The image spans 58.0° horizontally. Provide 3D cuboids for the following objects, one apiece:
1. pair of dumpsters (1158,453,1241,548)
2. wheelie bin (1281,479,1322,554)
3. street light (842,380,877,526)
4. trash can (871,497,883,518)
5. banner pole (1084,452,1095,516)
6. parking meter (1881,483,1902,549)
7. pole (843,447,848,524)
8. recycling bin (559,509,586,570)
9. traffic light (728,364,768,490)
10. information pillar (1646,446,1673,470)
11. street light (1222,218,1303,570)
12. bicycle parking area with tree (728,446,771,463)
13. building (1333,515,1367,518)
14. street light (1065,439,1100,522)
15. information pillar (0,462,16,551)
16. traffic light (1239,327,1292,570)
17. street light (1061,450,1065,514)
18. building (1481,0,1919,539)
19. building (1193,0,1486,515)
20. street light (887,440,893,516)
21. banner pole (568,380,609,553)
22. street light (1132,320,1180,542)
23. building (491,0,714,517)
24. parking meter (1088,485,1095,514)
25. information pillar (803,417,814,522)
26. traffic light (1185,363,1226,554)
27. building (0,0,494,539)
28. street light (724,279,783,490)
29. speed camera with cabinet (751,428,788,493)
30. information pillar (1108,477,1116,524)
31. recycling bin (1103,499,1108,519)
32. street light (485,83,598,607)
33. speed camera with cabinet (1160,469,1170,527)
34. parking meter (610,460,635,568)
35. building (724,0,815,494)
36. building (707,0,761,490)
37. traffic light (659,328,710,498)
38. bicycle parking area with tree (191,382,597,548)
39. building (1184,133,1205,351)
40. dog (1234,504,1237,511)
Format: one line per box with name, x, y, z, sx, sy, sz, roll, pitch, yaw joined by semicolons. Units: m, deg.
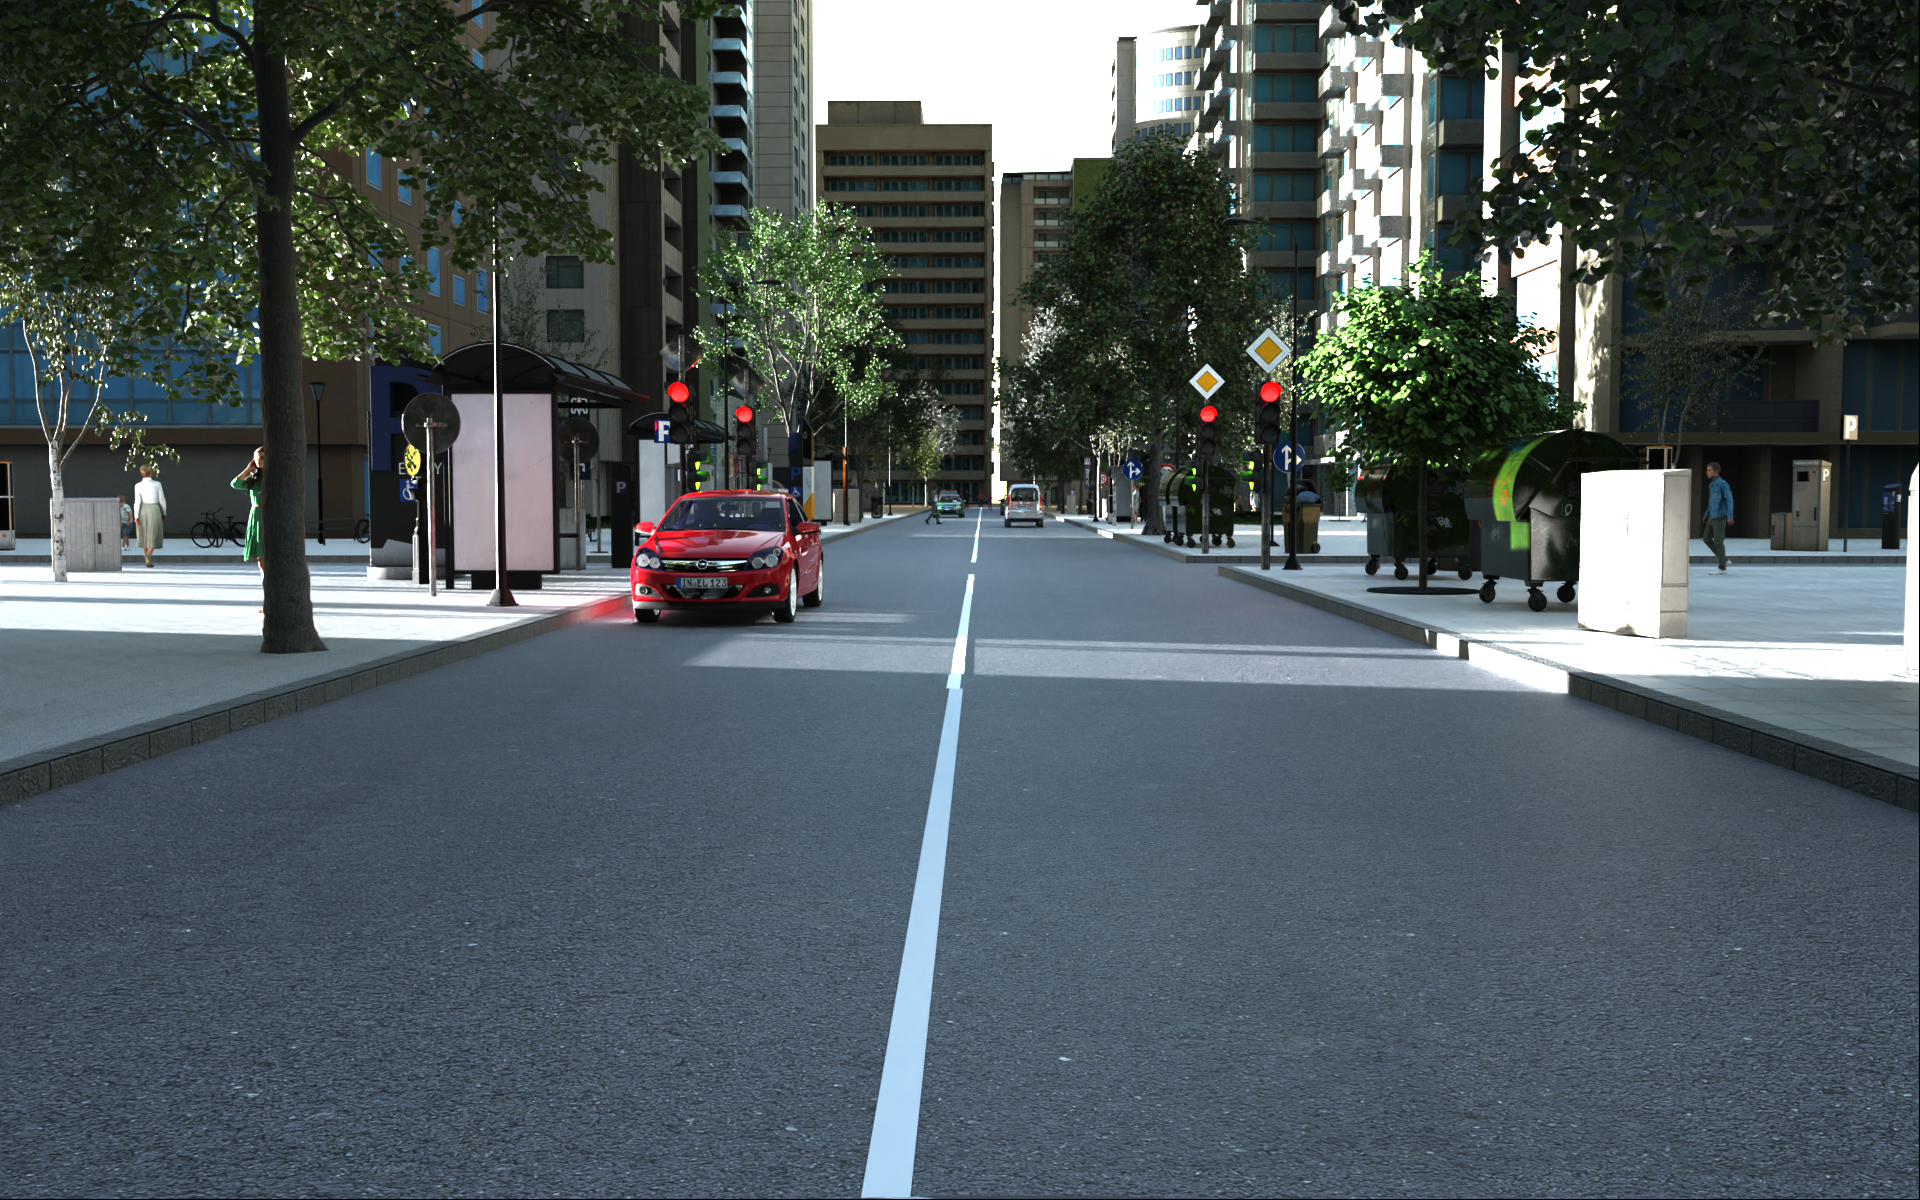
pair of dumpsters;5.918;-2.478;43.008;1.574;2.255;4.437;0;4;1
wheelie bin;7.374;-1.803;37.394;0.693;1.594;0.980;-2;4;-35
street light;-4.046;-5.959;69.974;1.470;5.913;1.316;0;4;1
trash can;-4.379;-4.876;91.373;0.748;1.137;0.748;0;3;0
banner pole;7.651;-6.859;102.169;0.863;3.779;0.401;-2;4;-25
parking meter;21.691;-1.952;40.326;0.372;1.533;0.369;0;3;0
pole;-4.973;-4.977;75.223;0.158;3.312;0.155;0;3;0
recycling bin;-6.853;-1.042;29.589;0.722;1.027;0.722;-2;4;-34
traffic light;-4.584;-2.965;37.391;0.839;4.253;0.868;0;4;1
information pillar;10.813;-1.366;26.830;0.304;2.012;0.304;3;4;38
street light;5.112;-3.470;29.278;1.470;5.913;1.316;0;4;1
bicycle parking area with tree;-12.745;-7.242;105.408;9.016;4.147;8.231;2;4;35
building;32.028;-28.987;93.544;23.786;49.044;30.456;0;4;1
street light;5.720;-6.554;79.695;1.470;5.913;1.316;0;4;1
information pillar;-21.691;-2.132;39.342;0.304;2.012;0.304;-1;4;-14
traffic light;5.169;-2.469;29.290;0.839;4.253;0.868;0;4;1
street light;6.141;-8.536;112.110;1.470;5.913;1.316;0;4;1
building;31.623;-24.653;57.696;28.867;44.769;22.147;0;4;1
building;30.553;-31.643;136.970;23.786;49.044;30.456;0;4;1
street light;-3.592;-7.942;102.388;1.470;5.913;1.316;0;4;1
banner pole;-8.079;-2.908;37.560;0.863;3.779;0.401;-2;4;-24
street light;5.273;-4.509;46.268;1.470;5.913;1.316;0;4;1
building;-20.741;-19.370;88.395;14.160;30.474;14.107;0;4;1
parking meter;8.529;-6.515;112.230;0.399;1.863;0.255;-2;4;-30
information pillar;-4.598;-3.736;52.432;0.183;3.616;0.504;-3;5;-39
traffic light;5.277;-2.957;37.275;0.839;4.253;0.868;0;4;1
building;-23.869;-24.769;55.080;14.600;45.320;14.200;0;4;1
street light;-4.531;-3.977;37.560;1.470;5.913;1.316;0;4;1
speed camera with cabinet;-5.786;-3.542;52.244;0.660;3.252;2.038;1;4;14
information pillar;6.457;-4.237;73.764;0.304;2.012;0.304;0;4;-3
recycling bin;7.877;-4.746;90.156;0.722;1.027;0.722;1;4;23
street light;-4.720;-2.885;19.705;1.470;5.913;1.316;0;4;1
speed camera with cabinet;7.315;-4.163;62.407;0.660;3.252;2.038;0;4;6
parking meter;-5.847;-1.489;30.050;0.399;1.863;0.255;0;4;-5
building;-25.144;-44.551;166.657;20.611;71.187;20.563;0;4;1
building;-25.920;-49.776;126.502;22.319;86.520;31.000;0;4;1
traffic light;-4.691;-2.476;29.406;0.839;4.253;0.868;0;4;1
bicycle parking area with tree;-13.963;-3.473;43.781;8.231;4.147;9.016;2;4;25
building;34.770;-28.923;164.766;32.217;40.220;23.993;0;4;1
dog;15.520;-5.129;98.234;0.800;0.831;0.513;-3;5;-44
